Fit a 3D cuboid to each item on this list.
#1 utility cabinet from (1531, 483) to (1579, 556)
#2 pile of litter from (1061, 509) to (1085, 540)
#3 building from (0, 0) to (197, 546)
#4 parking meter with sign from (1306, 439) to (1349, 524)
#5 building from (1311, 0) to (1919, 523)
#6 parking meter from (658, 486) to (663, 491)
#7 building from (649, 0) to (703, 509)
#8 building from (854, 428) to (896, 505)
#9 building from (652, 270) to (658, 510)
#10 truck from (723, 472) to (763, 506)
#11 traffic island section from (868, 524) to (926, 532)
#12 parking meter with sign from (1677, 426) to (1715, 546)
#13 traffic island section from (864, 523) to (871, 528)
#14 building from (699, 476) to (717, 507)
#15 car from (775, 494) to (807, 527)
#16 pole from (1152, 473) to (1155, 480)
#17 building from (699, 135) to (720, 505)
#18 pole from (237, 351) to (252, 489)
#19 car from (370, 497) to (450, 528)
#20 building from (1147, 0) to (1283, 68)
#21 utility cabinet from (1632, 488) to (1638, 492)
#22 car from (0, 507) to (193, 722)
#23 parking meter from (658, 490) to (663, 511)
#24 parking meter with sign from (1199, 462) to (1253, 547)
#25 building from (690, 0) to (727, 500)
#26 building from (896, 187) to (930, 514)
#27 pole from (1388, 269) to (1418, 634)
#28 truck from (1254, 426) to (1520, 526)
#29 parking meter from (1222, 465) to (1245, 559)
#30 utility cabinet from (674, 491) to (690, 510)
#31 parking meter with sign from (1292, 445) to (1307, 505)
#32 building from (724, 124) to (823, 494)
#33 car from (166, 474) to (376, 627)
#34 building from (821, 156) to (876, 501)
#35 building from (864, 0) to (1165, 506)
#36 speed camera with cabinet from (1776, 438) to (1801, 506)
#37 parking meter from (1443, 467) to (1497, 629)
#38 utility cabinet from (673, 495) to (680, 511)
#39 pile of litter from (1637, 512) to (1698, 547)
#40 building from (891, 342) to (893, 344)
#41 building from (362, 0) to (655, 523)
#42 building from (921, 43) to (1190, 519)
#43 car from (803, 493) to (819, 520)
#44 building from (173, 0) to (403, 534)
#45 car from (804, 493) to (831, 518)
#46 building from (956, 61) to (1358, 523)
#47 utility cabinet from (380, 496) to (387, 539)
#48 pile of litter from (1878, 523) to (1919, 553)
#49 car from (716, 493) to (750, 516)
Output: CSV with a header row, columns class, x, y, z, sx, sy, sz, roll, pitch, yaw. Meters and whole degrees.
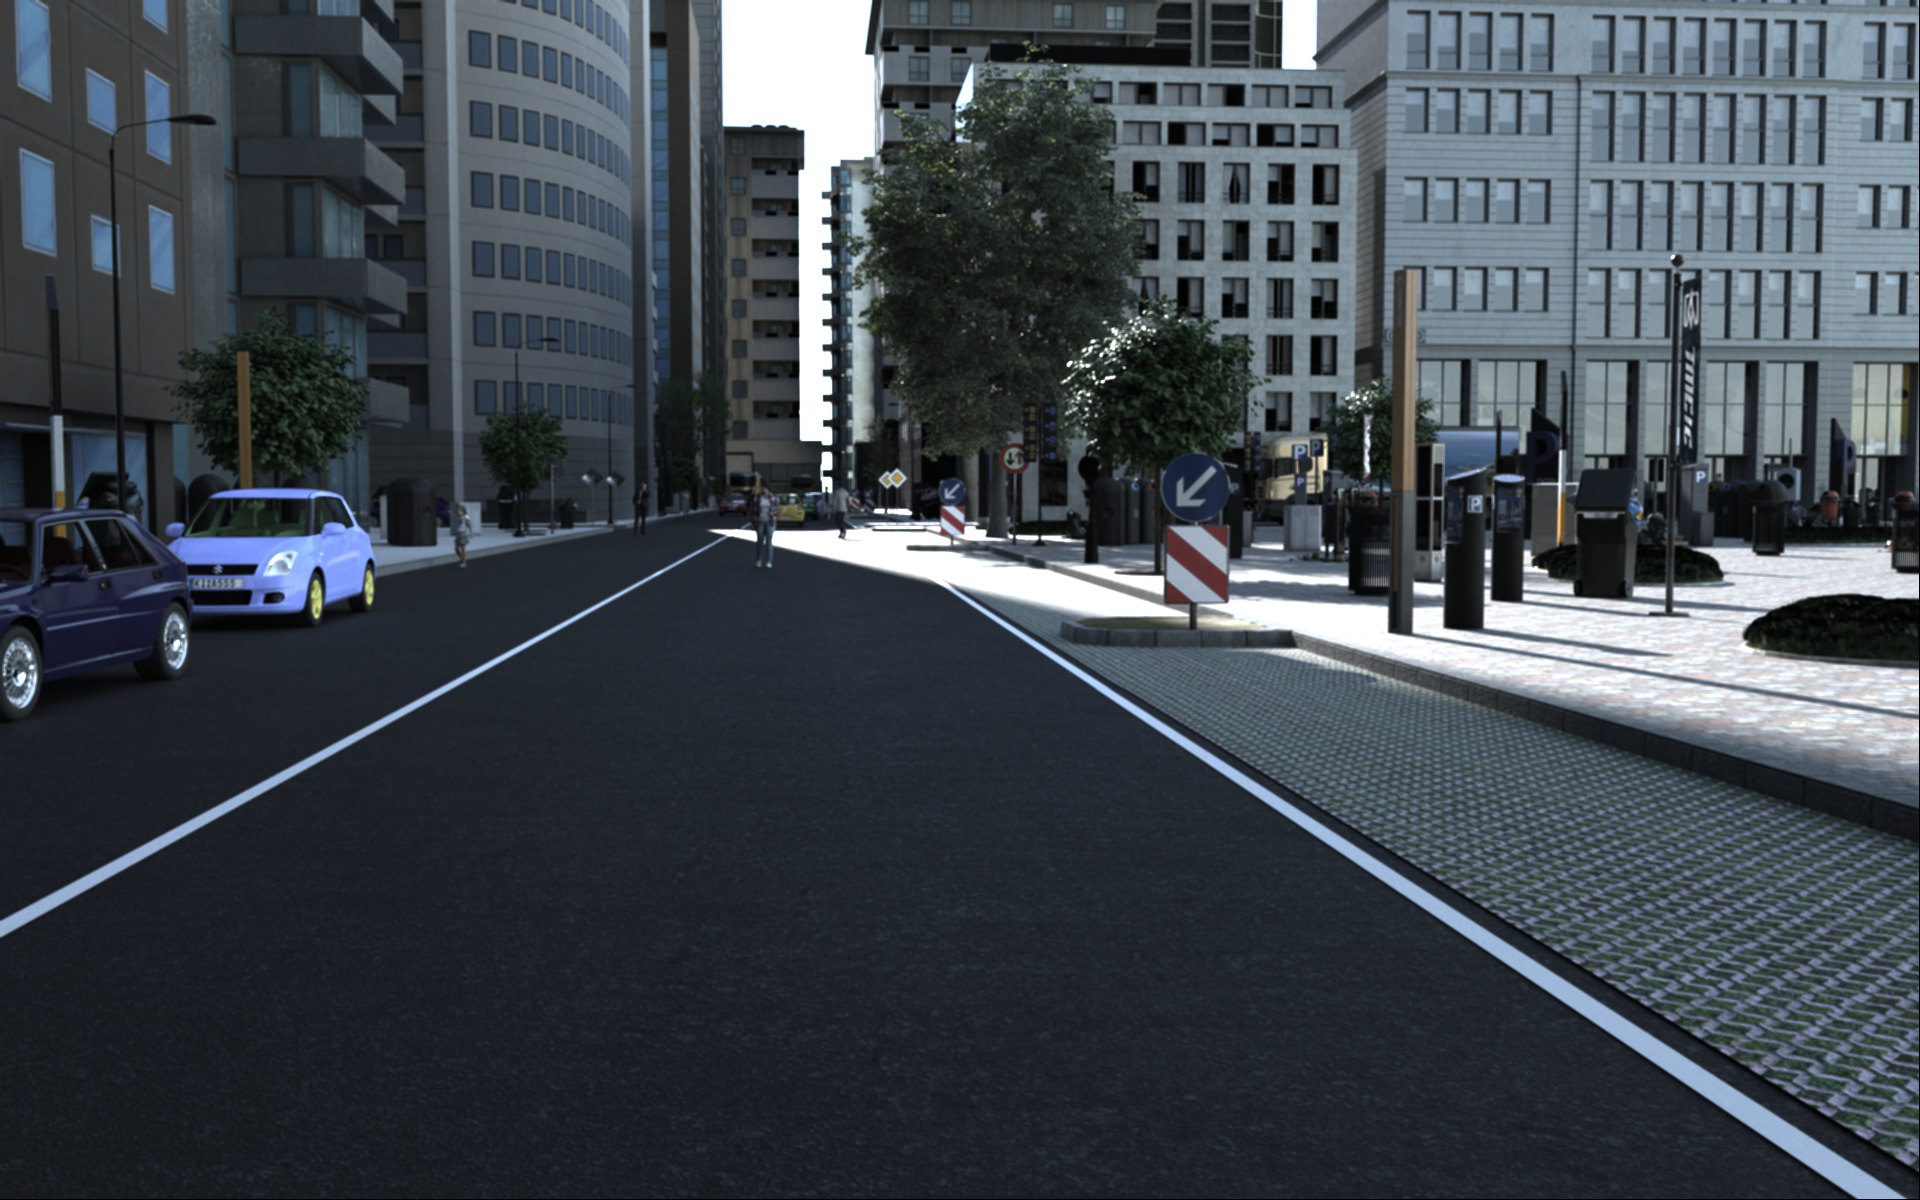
class,x,y,z,sx,sy,sz,roll,pitch,yaw
utility cabinet,11.949,-1.585,34.598,0.318,1.500,1.173,-2,4,-26
pile of litter,3.474,-2.173,49.499,1.176,0.858,1.719,0,4,3
building,-21.717,-23.006,26.267,14.600,45.320,14.200,0,4,-5
parking meter with sign,12.039,-3.622,55.488,1.738,3.016,0.543,-2,4,-31
building,32.943,-18.682,82.937,29.804,29.767,11.434,0,4,-5
parking meter,-21.658,-7.323,125.435,0.399,1.863,0.255,1,4,9
building,-30.381,-30.810,153.857,14.600,45.320,14.200,0,4,-5
building,-1.303,-54.760,208.003,22.319,86.520,31.000,0,4,-5
building,-36.541,-16.954,122.229,27.650,21.520,28.899,0,4,-5
truck,-19.270,-9.765,155.583,3.469,3.379,9.791,0,4,-4
traffic island section,-2.388,-2.701,66.445,2.009,0.180,2.903,0,4,-5
parking meter with sign,18.376,-2.881,43.357,0.543,3.016,1.738,0,4,0
traffic island section,-3.099,-3.188,74.399,2.009,0.180,2.903,0,4,-5
building,-41.011,-29.391,172.426,32.217,40.220,23.993,0,4,-5
car,-7.762,-4.065,76.694,2.015,1.641,3.980,0,4,-6
pole,8.522,-5.027,76.028,0.158,3.312,0.155,0,3,0
building,-34.211,-31.105,192.157,14.154,41.232,14.086,0,4,-5
pole,-10.263,-1.898,24.884,0.158,3.312,0.155,0,3,0
car,-22.271,-3.490,69.640,3.894,1.354,1.945,0,4,-7
building,35.307,-49.492,247.453,20.611,71.187,20.563,0,4,-5
utility cabinet,24.869,-3.459,65.230,1.173,1.500,0.318,3,5,44
car,-6.848,0.031,12.072,1.945,1.354,3.894,0,4,-3
parking meter,-19.857,-6.508,114.817,0.372,1.533,0.369,0,3,0
parking meter with sign,6.277,-2.756,41.316,1.738,3.016,0.543,-3,5,-42
building,-39.448,-47.255,210.863,20.611,71.187,20.563,0,4,-5
building,3.092,-16.634,113.761,13.314,21.916,24.055,0,4,-5
pole,4.061,-1.347,15.872,0.158,3.312,0.155,0,3,0
truck,17.393,-5.099,72.289,11.283,4.237,2.839,0,4,-4
parking meter,5.438,-1.759,34.478,0.399,1.863,0.255,0,4,-6
utility cabinet,-21.493,-7.655,133.832,1.173,1.500,0.318,-2,4,-29
parking meter with sign,11.807,-3.909,60.176,0.543,3.016,1.738,1,4,10
building,-33.495,-40.156,245.789,27.495,52.752,28.713,0,4,-5
car,-7.893,-0.621,19.743,1.945,1.707,3.694,0,4,-6
building,-4.373,-38.284,245.553,30.456,49.044,23.786,0,4,-5
building,4.964,-36.150,180.283,28.713,52.752,27.495,0,4,-5
speed camera with cabinet,28.707,-4.111,61.554,2.038,3.252,0.660,3,5,41
parking meter,4.819,-0.497,16.537,0.372,1.533,0.369,0,3,0
utility cabinet,-19.549,-6.520,117.767,1.020,1.237,0.306,-3,5,-44
pile of litter,16.894,-1.685,41.520,1.719,0.858,1.176,0,4,-2
building,1.627,-18.132,138.257,13.314,21.916,24.055,0,4,-5
building,-27.169,-33.230,85.303,21.231,58.520,28.212,0,4,-5
building,4.570,-16.158,93.861,12.332,23.373,15.834,0,4,-5
car,-8.736,-5.295,95.372,1.959,1.807,4.718,0,4,-5
building,-32.553,-26.243,48.679,30.456,49.044,23.786,0,4,-5
car,-8.816,-5.892,105.920,1.945,1.707,3.694,0,4,-5
building,8.642,-13.830,80.868,16.860,20.320,10.420,0,4,-5
utility cabinet,-15.962,-2.333,49.299,1.020,1.237,0.306,-1,4,-13
pile of litter,21.158,-1.501,38.506,1.719,0.858,1.176,-1,4,-9
car,-14.926,-6.413,113.896,2.155,1.783,4.494,0,4,-7
